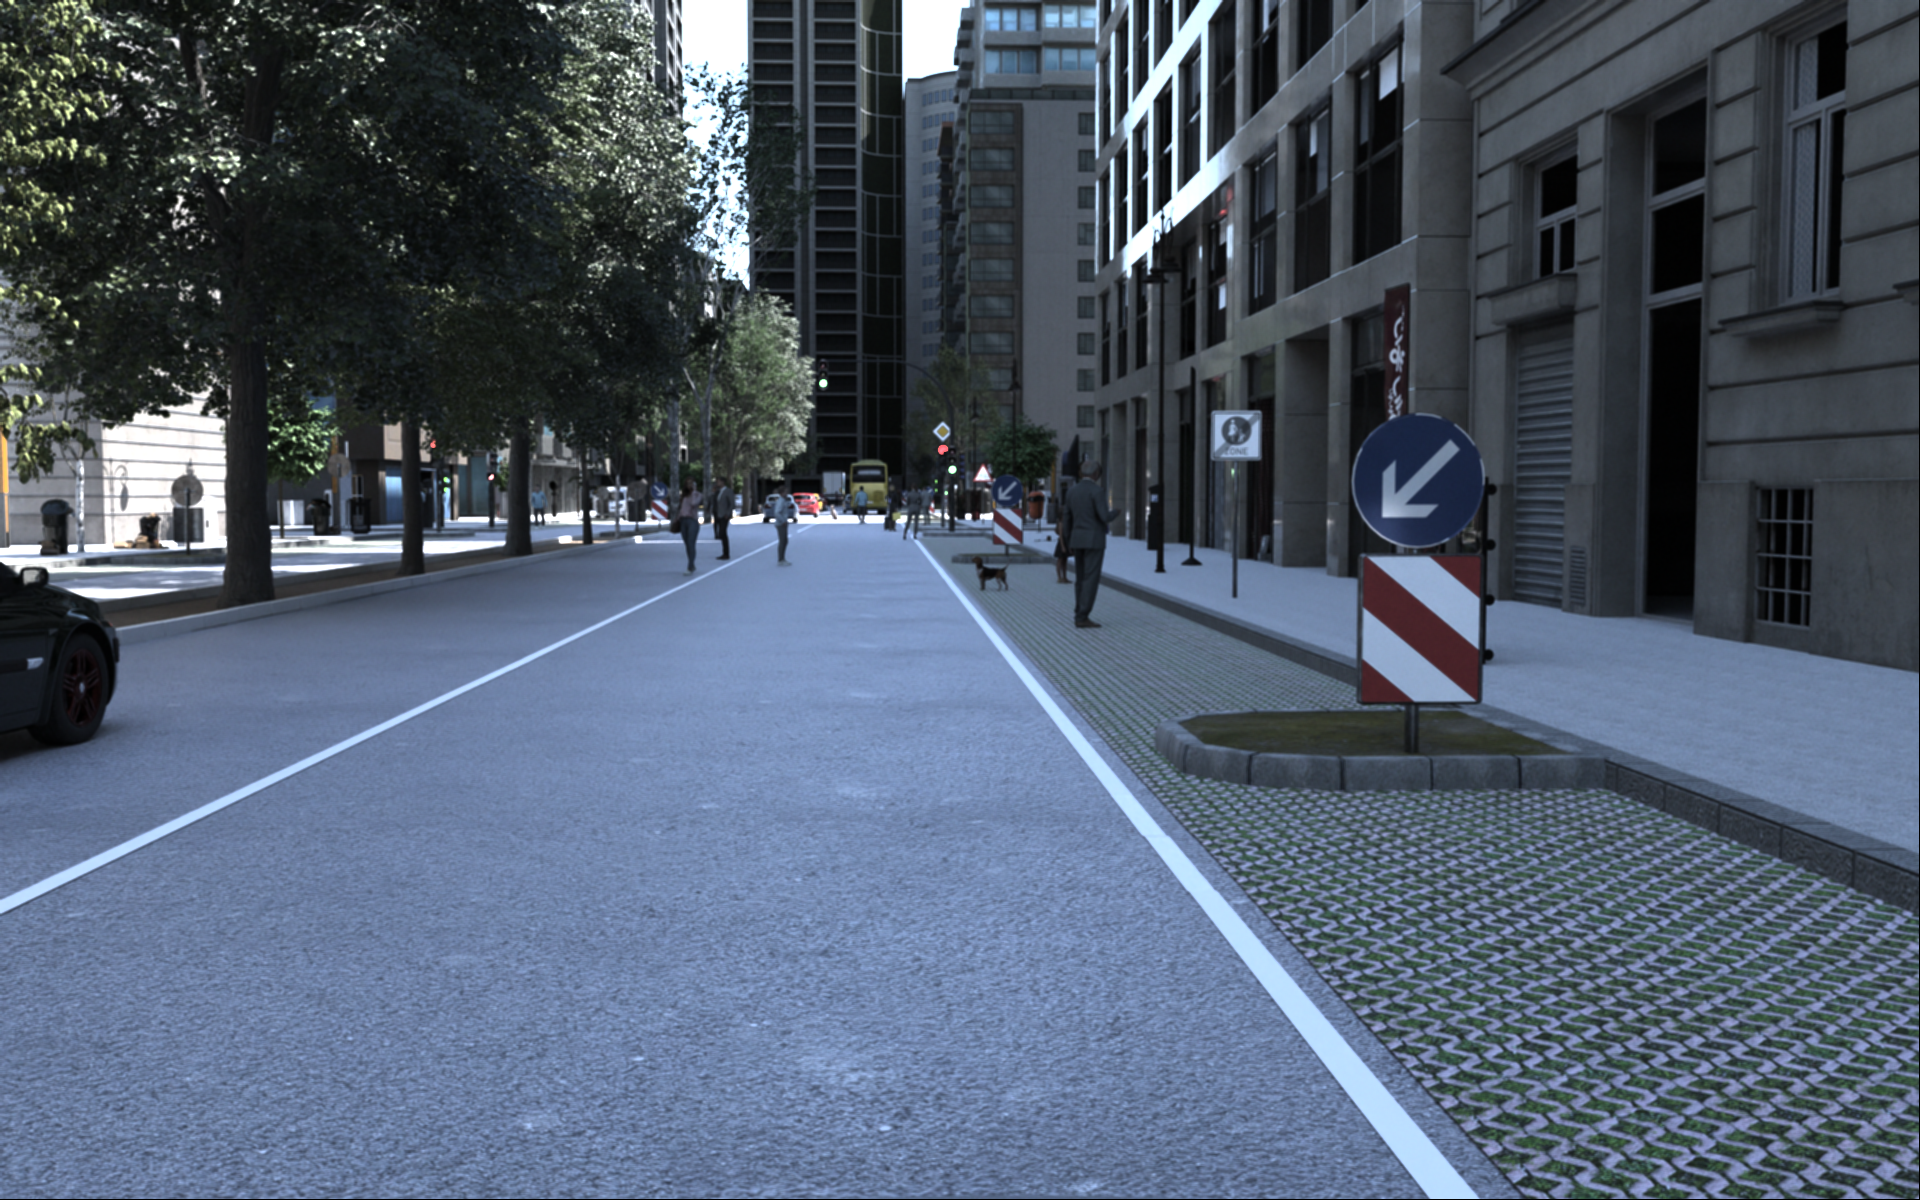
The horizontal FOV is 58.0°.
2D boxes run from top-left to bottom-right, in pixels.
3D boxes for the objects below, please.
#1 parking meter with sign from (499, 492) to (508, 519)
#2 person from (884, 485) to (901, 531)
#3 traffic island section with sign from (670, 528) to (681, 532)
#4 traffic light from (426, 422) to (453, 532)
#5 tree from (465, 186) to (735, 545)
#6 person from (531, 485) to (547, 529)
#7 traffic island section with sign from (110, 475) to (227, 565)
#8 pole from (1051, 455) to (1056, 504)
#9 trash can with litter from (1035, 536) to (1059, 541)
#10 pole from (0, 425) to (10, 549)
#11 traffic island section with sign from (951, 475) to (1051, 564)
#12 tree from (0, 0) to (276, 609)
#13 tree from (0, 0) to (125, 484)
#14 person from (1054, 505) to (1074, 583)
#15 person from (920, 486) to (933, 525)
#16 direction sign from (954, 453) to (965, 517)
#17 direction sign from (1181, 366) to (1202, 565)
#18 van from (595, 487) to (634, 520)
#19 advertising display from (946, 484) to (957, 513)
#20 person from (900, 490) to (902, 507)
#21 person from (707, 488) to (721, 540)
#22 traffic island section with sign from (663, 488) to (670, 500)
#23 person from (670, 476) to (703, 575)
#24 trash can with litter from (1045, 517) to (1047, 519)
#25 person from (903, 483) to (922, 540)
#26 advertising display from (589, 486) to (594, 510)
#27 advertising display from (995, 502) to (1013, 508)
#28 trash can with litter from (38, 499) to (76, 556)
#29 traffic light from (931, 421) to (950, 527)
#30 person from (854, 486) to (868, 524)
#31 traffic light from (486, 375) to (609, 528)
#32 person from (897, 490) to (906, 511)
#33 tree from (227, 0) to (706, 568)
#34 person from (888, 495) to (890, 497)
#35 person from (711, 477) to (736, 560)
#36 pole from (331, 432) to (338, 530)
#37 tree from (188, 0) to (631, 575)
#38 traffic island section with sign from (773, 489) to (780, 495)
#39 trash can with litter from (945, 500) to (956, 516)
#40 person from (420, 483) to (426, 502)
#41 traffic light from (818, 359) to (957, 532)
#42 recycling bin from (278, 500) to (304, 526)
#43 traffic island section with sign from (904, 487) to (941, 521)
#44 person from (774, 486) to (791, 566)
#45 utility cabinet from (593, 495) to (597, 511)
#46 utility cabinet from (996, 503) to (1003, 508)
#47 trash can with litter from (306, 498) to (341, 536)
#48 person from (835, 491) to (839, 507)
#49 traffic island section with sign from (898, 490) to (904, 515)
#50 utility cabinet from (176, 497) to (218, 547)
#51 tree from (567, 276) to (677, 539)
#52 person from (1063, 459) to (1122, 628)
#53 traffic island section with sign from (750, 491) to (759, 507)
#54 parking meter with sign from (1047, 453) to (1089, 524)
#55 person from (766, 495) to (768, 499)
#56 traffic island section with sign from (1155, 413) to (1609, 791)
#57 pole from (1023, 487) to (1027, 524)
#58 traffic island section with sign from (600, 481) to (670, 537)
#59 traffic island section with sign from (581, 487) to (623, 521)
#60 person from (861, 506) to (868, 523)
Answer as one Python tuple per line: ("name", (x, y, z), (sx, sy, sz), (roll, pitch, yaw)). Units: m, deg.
("parking meter with sign", (-23.319, -5.676, 89.060), (1.738, 3.016, 0.543), (-3, 5, -41))
("person", (-2.619, -3.592, 67.440), (0.699, 1.804, 1.509), (0, 4, -1))
("traffic island section with sign", (-11.397, -3.549, 66.168), (2.006, 1.907, 1.989), (0, 4, -3))
("traffic light", (-17.494, -4.231, 58.096), (0.839, 4.253, 0.868), (0, 4, -3))
("tree", (-10.465, -6.845, 48.784), (8.767, 10.594, 7.601), (0, 4, -3))
("person", (-17.422, -3.868, 71.757), (0.660, 1.820, 0.620), (0, 4, -7))
("traffic island section with sign", (-16.145, -1.661, 35.791), (1.989, 1.847, 2.006), (0, 4, -3))
("pole", (4.055, -4.975, 75.185), (0.158, 3.312, 0.155), (0, 3, 0))
("trash can with litter", (3.034, -2.230, 47.525), (2.233, 1.210, 1.678), (-1, 4, -17))
("pole", (-22.439, -2.860, 40.598), (0.158, 3.312, 0.155), (0, 3, 0))
("traffic island section with sign", (0.827, -1.685, 36.184), (1.989, 1.847, 2.006), (0, 4, -3))
("tree", (-8.945, -6.866, 21.369), (9.857, 13.997, 8.962), (0, 3, 0))
("tree", (-8.780, -3.751, 14.148), (4.737, 8.622, 4.395), (0, 3, 0))
("person", (1.704, -0.890, 27.718), (0.373, 1.253, 0.362), (3, 5, 39))
("person", (-1.575, -4.378, 80.183), (0.635, 1.810, 0.391), (-3, 5, -39))
("direction sign", (-0.126, -6.346, 95.760), (0.876, 3.537, 0.379), (2, 4, 26))
("direction sign", (4.189, -2.399, 31.219), (0.379, 3.537, 0.876), (1, 4, 11))
("van", (-19.236, -5.477, 96.565), (2.013, 2.044, 4.112), (0, 4, -2))
("advertising display", (-0.546, -6.718, 115.060), (0.974, 1.923, 0.123), (-3, 5, -39))
("person", (-6.250, -10.636, 182.489), (1.350, 1.814, 0.705), (-1, 4, -14))
("person", (-7.628, -2.838, 54.672), (0.659, 1.850, 0.755), (0, 4, 0))
("traffic island section with sign", (-20.107, -6.768, 119.277), (1.989, 1.847, 2.006), (0, 4, -3))
("person", (-4.799, -1.327, 30.794), (0.593, 1.750, 0.643), (2, 4, 28))
("trash can with litter", (4.653, -4.432, 83.857), (1.055, 1.170, 0.624), (0, 4, -5))
("person", (-1.496, -2.798, 54.529), (0.520, 1.790, 0.573), (-1, 4, -21))
("advertising display", (-28.971, -8.017, 136.283), (0.123, 1.923, 0.974), (3, 5, 43))
("advertising display", (2.237, -5.043, 87.674), (0.974, 1.923, 0.123), (0, 4, 3))
("trash can with litter", (-19.048, -1.536, 36.500), (0.624, 1.170, 1.055), (-1, 4, -18))
("traffic light", (-0.681, -4.769, 66.899), (0.839, 4.253, 0.868), (0, 4, -3))
("person", (-4.743, -4.570, 83.231), (0.660, 1.820, 0.620), (-2, 4, -25))
("traffic light", (-15.787, -5.599, 66.206), (4.771, 5.953, 1.251), (0, 4, -3))
("person", (-5.287, -8.558, 148.553), (1.348, 1.807, 0.705), (1, 4, 15))
("tree", (-10.236, -7.987, 39.703), (9.857, 13.997, 8.962), (0, 3, 0))
("person", (-7.683, -10.404, 178.693), (1.348, 1.812, 0.705), (-2, 4, -29))
("person", (-5.208, -1.796, 38.038), (0.473, 1.802, 0.592), (-1, 4, -23))
("pole", (-19.935, -3.758, 55.283), (0.158, 3.312, 0.155), (0, 3, 0))
("tree", (-9.780, -6.728, 30.585), (7.486, 12.596, 7.792), (0, 3, 0))
("traffic island section with sign", (-14.961, -8.140, 141.222), (2.006, 1.907, 1.989), (0, 4, -3))
("trash can with litter", (-0.334, -5.446, 100.426), (1.055, 1.170, 0.624), (0, 4, 3))
("person", (-17.517, -2.870, 55.697), (0.793, 1.790, 0.793), (3, 5, 40))
("traffic light", (-2.388, -5.139, 58.683), (4.771, 5.953, 1.251), (0, 4, -3))
("recycling bin", (-26.810, -3.478, 69.412), (0.722, 1.027, 0.722), (2, 4, 25))
("traffic island section with sign", (-1.816, -5.090, 91.852), (1.989, 1.847, 2.006), (0, 4, -3))
("person", (-3.567, -1.499, 34.813), (0.330, 1.601, 0.589), (1, 4, 9))
("utility cabinet", (-27.194, -7.229, 129.363), (0.306, 1.237, 1.020), (0, 4, 0))
("utility cabinet", (1.913, -4.497, 84.685), (0.306, 1.237, 1.020), (0, 4, -1))
("trash can with litter", (-19.638, -2.575, 53.486), (0.624, 1.170, 1.055), (1, 4, 11))
("person", (-13.846, -11.397, 195.531), (0.721, 1.739, 1.217), (1, 4, 9))
("traffic island section with sign", (-3.085, -6.737, 118.777), (1.989, 1.847, 2.006), (0, 4, -3))
("utility cabinet", (-18.644, -1.906, 42.329), (0.306, 1.237, 1.020), (2, 4, 24))
("tree", (-10.887, -6.243, 54.900), (4.360, 8.622, 3.978), (0, 3, 0))
("person", (1.432, -0.607, 18.607), (0.590, 1.801, 0.661), (-3, 5, -42))
("traffic island section with sign", (-23.692, -11.411, 195.200), (1.989, 1.847, 2.006), (0, 4, -3))
("parking meter with sign", (4.592, -4.771, 74.260), (1.738, 3.016, 0.543), (1, 4, 23))
("person", (-18.209, -9.299, 163.770), (0.697, 1.427, 0.421), (1, 4, 8))
("traffic island section with sign", (2.105, -0.039, 9.259), (1.989, 1.847, 2.006), (0, 4, -3))
("pole", (2.742, -4.886, 73.731), (0.158, 3.312, 0.155), (0, 3, 0))
("traffic island section with sign", (-11.056, -3.097, 58.769), (2.006, 1.907, 1.989), (0, 4, -3))
("traffic island section with sign", (-18.770, -5.038, 90.995), (1.989, 1.847, 2.006), (0, 4, -3))
("person", (-4.802, -4.507, 86.864), (0.373, 1.253, 0.362), (0, 4, -4))
